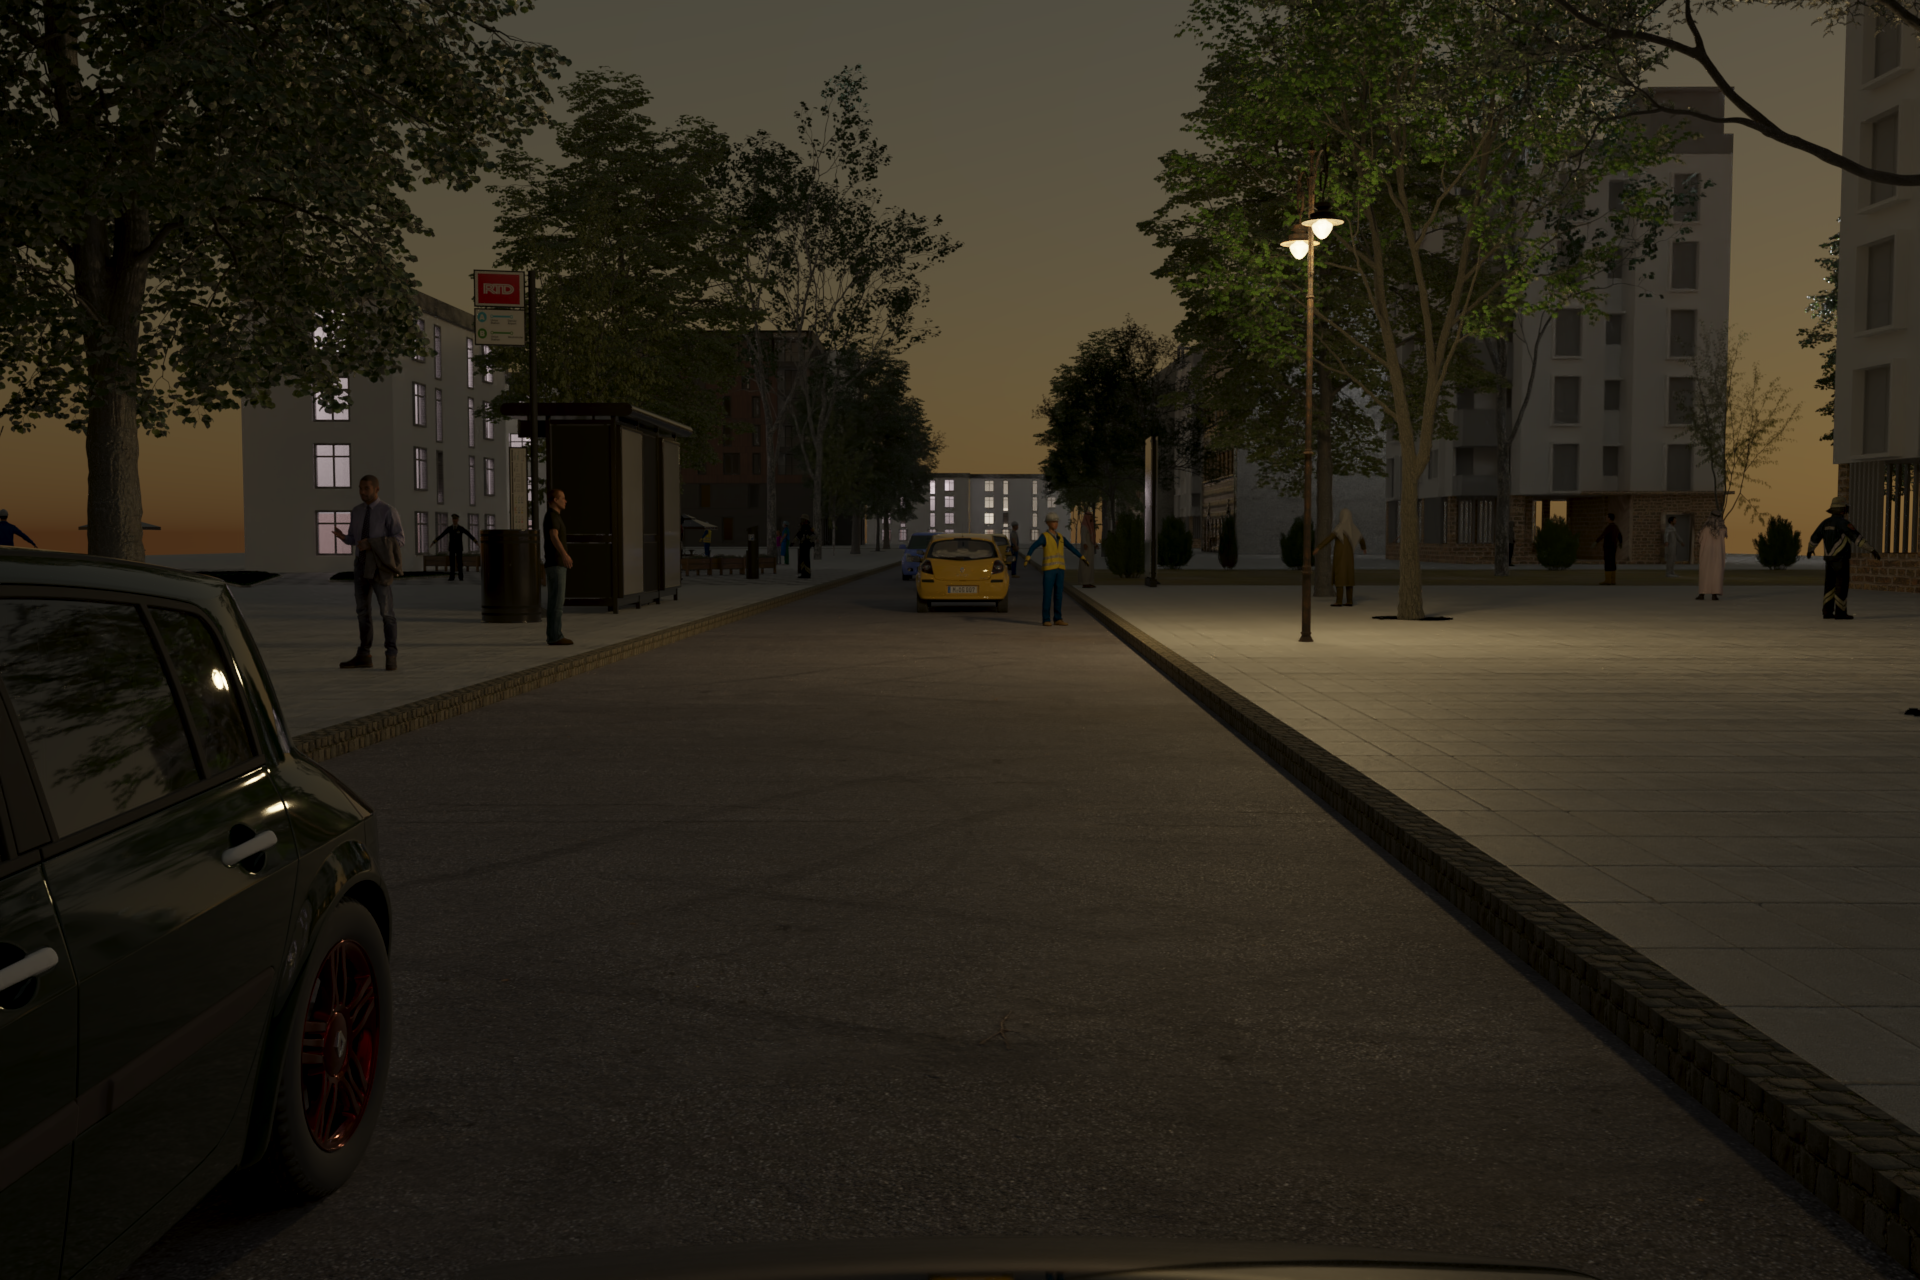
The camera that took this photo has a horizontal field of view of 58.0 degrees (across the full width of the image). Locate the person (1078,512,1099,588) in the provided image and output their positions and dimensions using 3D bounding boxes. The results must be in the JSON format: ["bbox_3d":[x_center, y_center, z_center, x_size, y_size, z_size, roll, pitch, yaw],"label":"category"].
[{"bbox_3d":[3.065,-2.145,41.223,0.704,1.811,1.347,1,4,17],"label":"person"}]

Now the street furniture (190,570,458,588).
[{"bbox_3d":[-29.362,-2.666,48.612,27.439,1.986,14.083,0,4,7],"label":"street furniture"}]

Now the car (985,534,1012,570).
[{"bbox_3d":[1.298,-3.656,69.998,2.015,1.641,3.980,0,4,1],"label":"car"}]

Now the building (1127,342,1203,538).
[{"bbox_3d":[28.117,-21.749,186.525,19.493,23.208,18.063,0,4,1],"label":"building"}]

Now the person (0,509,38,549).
[{"bbox_3d":[-21.449,-2.019,38.886,1.347,1.842,0.705,-2,4,-25],"label":"person"}]

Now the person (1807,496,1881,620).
[{"bbox_3d":[13.221,-1.235,26.054,0.704,1.845,1.351,-1,4,-18],"label":"person"}]

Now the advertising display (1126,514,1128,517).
[{"bbox_3d":[5.305,-3.056,55.187,0.123,1.923,0.974,0,4,1],"label":"advertising display"}]

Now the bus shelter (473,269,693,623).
[{"bbox_3d":[-6.272,-3.146,29.065,2.179,5.291,8.768,0,4,0],"label":"bus shelter"}]

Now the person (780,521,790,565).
[{"bbox_3d":[-7.186,-3.979,71.186,0.704,1.817,1.347,0,4,4],"label":"person"}]

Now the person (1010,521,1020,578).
[{"bbox_3d":[1.818,-2.963,56.762,0.705,1.847,1.347,0,4,1],"label":"person"}]

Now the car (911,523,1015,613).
[{"bbox_3d":[0.057,-1.390,32.946,2.015,1.641,3.980,0,4,0],"label":"car"}]

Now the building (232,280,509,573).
[{"bbox_3d":[-23.101,-7.904,71.370,9.099,9.664,28.070,0,4,0],"label":"building"}]

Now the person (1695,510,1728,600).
[{"bbox_3d":[14.609,-1.645,33.606,0.551,1.740,0.621,0,4,-1],"label":"person"}]

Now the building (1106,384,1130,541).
[{"bbox_3d":[26.864,-21.114,211.666,16.747,18.905,31.486,0,4,1],"label":"building"}]

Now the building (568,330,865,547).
[{"bbox_3d":[-25.245,-21.162,189.967,27.936,21.610,32.646,0,3,0],"label":"building"}]

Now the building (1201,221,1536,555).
[{"bbox_3d":[26.544,-17.420,115.738,19.493,23.208,18.063,0,4,1],"label":"building"}]

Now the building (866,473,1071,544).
[{"bbox_3d":[1.305,-17.941,237.944,28.070,9.664,9.099,0,4,0],"label":"building"}]

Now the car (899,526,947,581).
[{"bbox_3d":[-0.935,-2.749,54.540,1.945,1.707,3.694,0,4,1],"label":"car"}]

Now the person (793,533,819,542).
[{"bbox_3d":[-7.094,-4.473,79.316,1.347,1.806,0.705,-2,4,-35],"label":"person"}]

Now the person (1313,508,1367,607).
[{"bbox_3d":[6.748,-1.462,30.679,1.217,1.736,0.721,-2,4,-30],"label":"person"}]

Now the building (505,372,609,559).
[{"bbox_3d":[-24.869,-9.894,103.919,9.099,9.664,28.070,0,4,1],"label":"building"}]

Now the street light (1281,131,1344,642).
[{"bbox_3d":[4.125,-2.916,20.467,0.468,5.910,1.993,0,4,1],"label":"street light"}]

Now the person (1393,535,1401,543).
[{"bbox_3d":[17.331,-3.708,67.421,1.217,1.733,0.721,-2,4,-30],"label":"person"}]

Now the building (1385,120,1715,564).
[{"bbox_3d":[26.506,-14.020,85.649,16.016,20.090,11.380,0,4,1],"label":"building"}]

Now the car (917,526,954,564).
[{"bbox_3d":[-0.145,-2.132,45.080,2.015,1.641,3.980,0,4,1],"label":"car"}]

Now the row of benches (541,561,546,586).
[{"bbox_3d":[-10.928,-1.752,44.109,1.422,0.672,4.104,-1,4,-15],"label":"row of benches"}]

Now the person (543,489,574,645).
[{"bbox_3d":[-4.653,-0.847,20.073,0.705,1.803,1.348,-1,4,-16],"label":"person"}]

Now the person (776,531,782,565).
[{"bbox_3d":[-7.654,-3.864,72.446,0.991,1.433,0.599,3,5,43],"label":"person"}]

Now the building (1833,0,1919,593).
[{"bbox_3d":[25.676,-11.131,38.417,16.016,20.090,11.380,0,4,1],"label":"building"}]

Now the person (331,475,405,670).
[{"bbox_3d":[-5.605,-0.636,16.304,0.709,1.838,0.599,1,4,17],"label":"person"}]

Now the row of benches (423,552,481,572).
[{"bbox_3d":[-16.514,-2.656,58.892,4.104,0.672,1.422,2,4,28],"label":"row of benches"}]

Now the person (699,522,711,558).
[{"bbox_3d":[-11.539,-4.453,78.778,0.705,1.833,1.349,1,4,10],"label":"person"}]

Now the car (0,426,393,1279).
[{"bbox_3d":[-2.210,0.451,2.407,2.009,1.686,4.222,0,4,1],"label":"car"}]

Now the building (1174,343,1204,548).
[{"bbox_3d":[26.476,-19.264,171.380,16.016,20.090,11.380,0,4,1],"label":"building"}]

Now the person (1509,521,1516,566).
[{"bbox_3d":[21.939,-3.836,68.848,0.705,1.813,1.348,1,4,15],"label":"person"}]

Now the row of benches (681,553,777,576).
[{"bbox_3d":[-7.297,-2.386,54.480,1.422,0.672,4.104,3,4,38],"label":"row of benches"}]

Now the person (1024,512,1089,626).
[{"bbox_3d":[1.492,-1.105,26.983,1.216,1.772,0.721,-2,4,-32],"label":"person"}]
